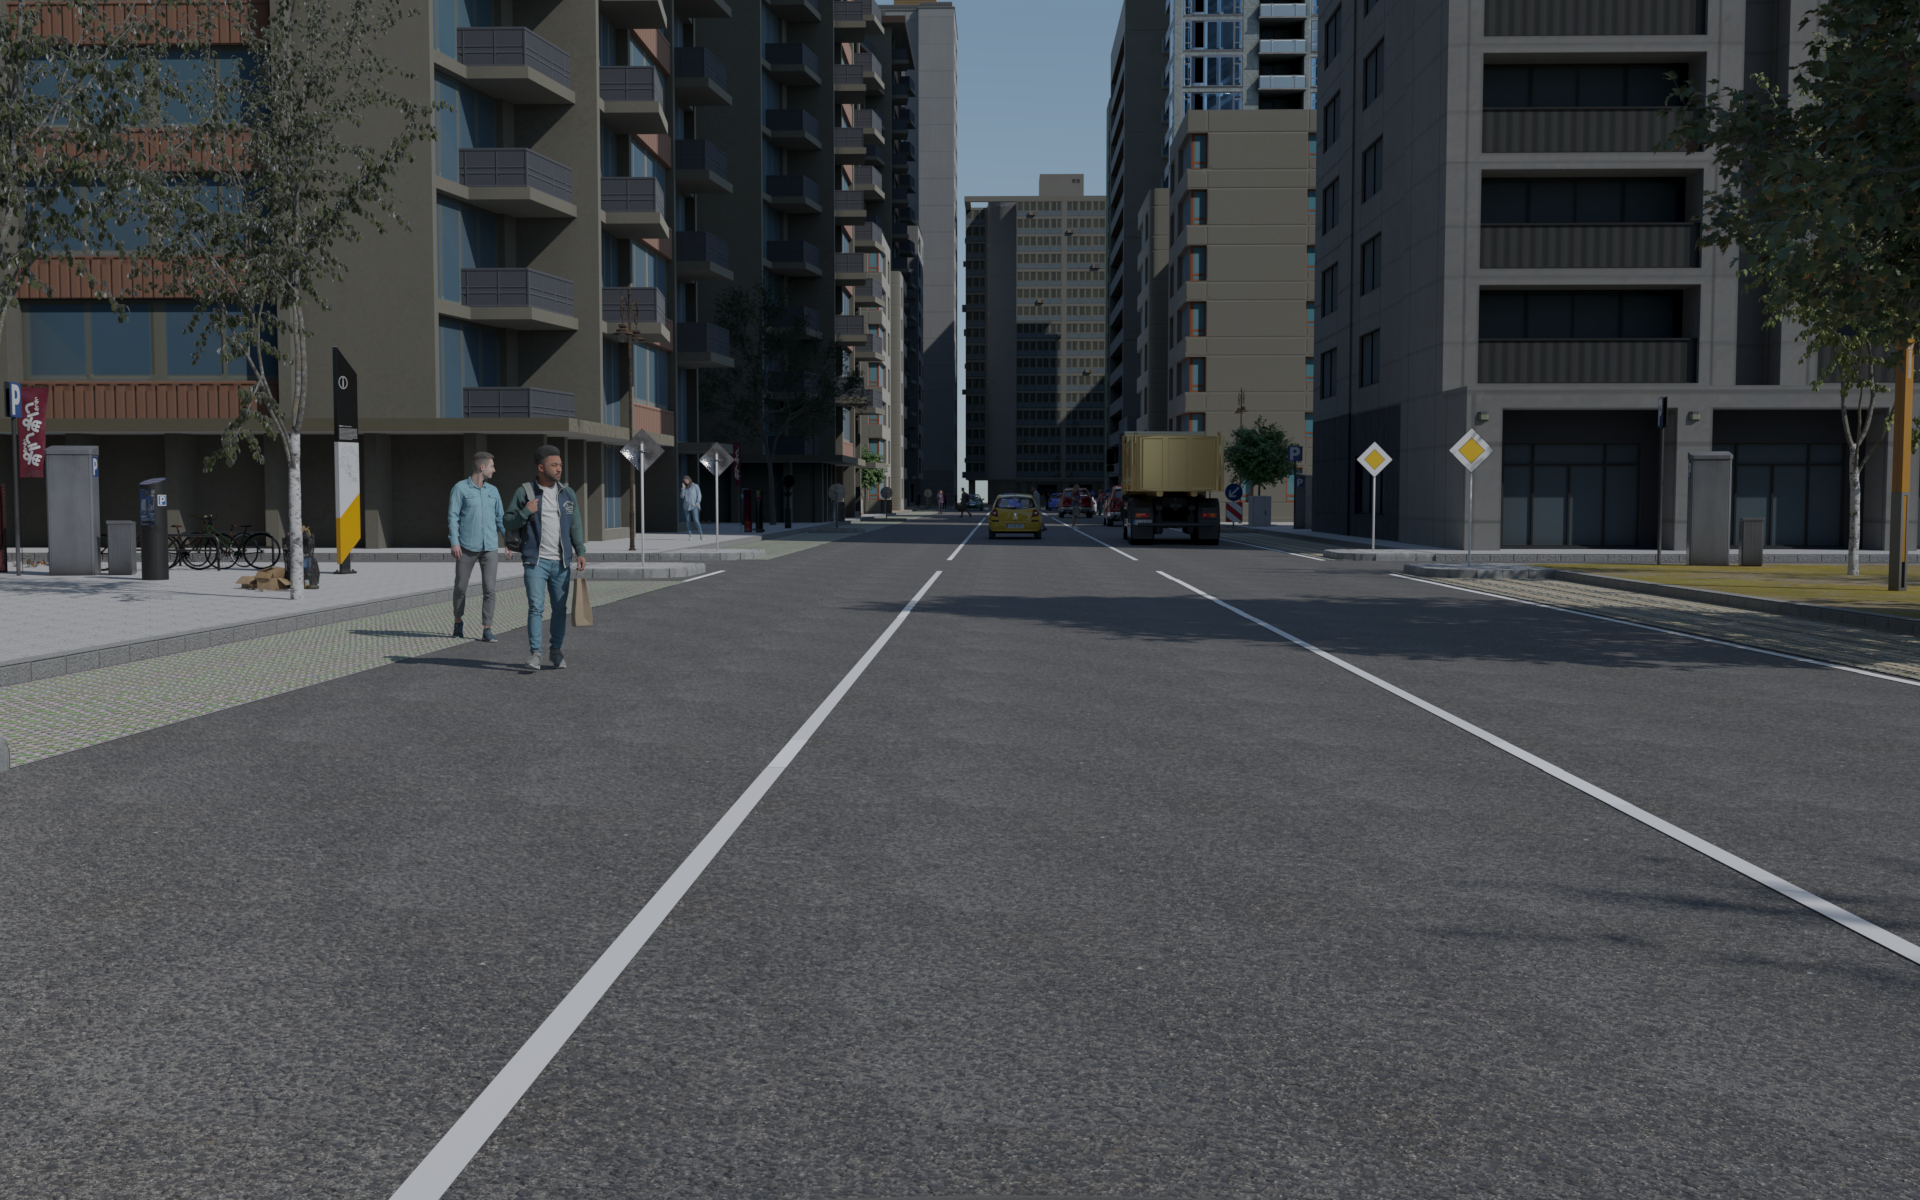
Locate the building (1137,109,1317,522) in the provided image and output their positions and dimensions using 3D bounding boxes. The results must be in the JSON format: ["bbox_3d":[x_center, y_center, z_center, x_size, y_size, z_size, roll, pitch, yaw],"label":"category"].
[{"bbox_3d":[24.409,-15.125,92.335,27.650,21.520,28.899,0,4,1],"label":"building"}]

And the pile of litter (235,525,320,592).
[{"bbox_3d":[-9.239,-0.583,23.504,1.176,0.858,1.719,0,4,-3],"label":"pile of litter"}]

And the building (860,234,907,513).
[{"bbox_3d":[-18.599,-17.387,129.319,27.650,21.520,28.899,0,4,1],"label":"building"}]

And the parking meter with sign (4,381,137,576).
[{"bbox_3d":[-13.956,-1.895,27.248,1.738,3.016,0.543,-1,4,-12],"label":"parking meter with sign"}]

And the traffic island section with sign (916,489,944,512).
[{"bbox_3d":[-2.528,-8.076,140.662,1.989,1.847,2.006,0,4,1],"label":"traffic island section with sign"}]

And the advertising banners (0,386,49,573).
[{"bbox_3d":[-15.826,-1.957,28.183,2.074,3.025,0.090,0,4,-1],"label":"advertising banners"}]

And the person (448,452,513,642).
[{"bbox_3d":[-4.717,-0.526,16.963,0.638,1.841,0.748,-2,4,-28],"label":"person"}]

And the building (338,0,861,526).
[{"bbox_3d":[-15.462,-26.586,89.305,22.147,44.769,28.867,0,4,1],"label":"building"}]

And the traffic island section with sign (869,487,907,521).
[{"bbox_3d":[-3.809,-5.033,90.915,1.989,1.847,2.006,0,4,1],"label":"traffic island section with sign"}]

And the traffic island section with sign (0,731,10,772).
[{"bbox_3d":[-5.954,0.005,8.546,1.989,1.847,2.006,0,4,1],"label":"traffic island section with sign"}]

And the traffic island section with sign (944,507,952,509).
[{"bbox_3d":[-1.826,-9.724,167.608,1.989,1.847,2.006,0,4,1],"label":"traffic island section with sign"}]

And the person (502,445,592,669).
[{"bbox_3d":[-3.293,-0.339,14.031,0.794,1.824,0.713,-1,4,-14],"label":"person"}]

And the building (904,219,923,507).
[{"bbox_3d":[-10.948,-25.188,183.517,14.107,30.474,14.160,0,4,1],"label":"building"}]

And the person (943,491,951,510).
[{"bbox_3d":[-1.414,-9.133,158.501,1.217,1.739,0.721,0,4,-6],"label":"person"}]

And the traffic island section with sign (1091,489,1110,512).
[{"bbox_3d":[11.889,-8.052,140.279,1.989,1.847,2.006,0,4,1],"label":"traffic island section with sign"}]

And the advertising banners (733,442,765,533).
[{"bbox_3d":[-7.086,-3.778,57.960,0.090,3.025,2.074,-3,4,-36],"label":"advertising banners"}]

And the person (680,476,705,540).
[{"bbox_3d":[-7.449,-2.565,48.249,0.793,1.790,0.793,-1,4,-17],"label":"person"}]

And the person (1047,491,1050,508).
[{"bbox_3d":[8.969,-10.114,174.568,0.721,1.736,1.217,0,4,2],"label":"person"}]

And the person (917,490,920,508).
[{"bbox_3d":[-3.893,-9.627,164.916,0.415,1.643,0.593,0,4,1],"label":"person"}]

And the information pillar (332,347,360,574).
[{"bbox_3d":[-9.847,-2.228,27.786,0.183,3.616,0.504,1,4,21],"label":"information pillar"}]

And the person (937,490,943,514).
[{"bbox_3d":[-1.425,-6.991,123.714,0.541,1.710,0.530,-1,4,-23],"label":"person"}]

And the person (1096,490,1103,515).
[{"bbox_3d":[9.331,-6.559,116.454,0.721,1.743,1.217,1,4,16],"label":"person"}]

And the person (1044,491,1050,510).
[{"bbox_3d":[7.998,-9.058,157.419,0.721,1.723,1.217,-2,4,-28],"label":"person"}]

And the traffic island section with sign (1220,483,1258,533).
[{"bbox_3d":[9.916,-3.388,64.020,1.989,1.847,2.006,0,4,1],"label":"traffic island section with sign"}]

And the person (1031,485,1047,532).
[{"bbox_3d":[2.919,-3.519,66.312,0.850,1.792,0.678,0,4,-2],"label":"person"}]

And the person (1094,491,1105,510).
[{"bbox_3d":[11.491,-8.198,143.358,1.217,1.723,0.721,3,5,42],"label":"person"}]

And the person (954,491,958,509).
[{"bbox_3d":[-0.392,-9.556,165.664,0.530,1.710,0.541,2,4,24],"label":"person"}]

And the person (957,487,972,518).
[{"bbox_3d":[0.265,-5.889,104.755,0.822,1.834,0.622,1,4,18],"label":"person"}]

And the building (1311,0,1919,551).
[{"bbox_3d":[22.007,-37.234,47.030,20.611,71.187,20.563,0,4,1],"label":"building"}]

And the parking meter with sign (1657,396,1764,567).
[{"bbox_3d":[13.394,-2.119,30.912,1.738,3.016,0.543,1,4,14],"label":"parking meter with sign"}]

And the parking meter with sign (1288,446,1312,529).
[{"bbox_3d":[12.661,-4.124,63.687,0.543,3.016,1.738,2,4,35],"label":"parking meter with sign"}]

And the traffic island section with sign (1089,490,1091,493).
[{"bbox_3d":[12.604,-9.735,167.795,1.989,1.847,2.006,0,4,1],"label":"traffic island section with sign"}]

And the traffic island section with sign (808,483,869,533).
[{"bbox_3d":[-4.513,-3.385,63.969,1.989,1.847,2.006,0,4,1],"label":"traffic island section with sign"}]

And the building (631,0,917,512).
[{"bbox_3d":[-15.395,-30.765,157.624,22.147,44.769,28.867,0,4,1],"label":"building"}]

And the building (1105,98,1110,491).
[{"bbox_3d":[22.221,-30.483,181.998,14.154,41.232,14.086,0,4,1],"label":"building"}]

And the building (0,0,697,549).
[{"bbox_3d":[-19.152,-24.340,52.590,22.147,44.769,28.867,0,4,1],"label":"building"}]

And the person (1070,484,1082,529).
[{"bbox_3d":[4.756,-3.833,71.141,0.573,1.828,0.580,-1,4,-22],"label":"person"}]

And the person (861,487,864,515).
[{"bbox_3d":[-6.106,-6.035,105.261,0.362,1.759,0.519,-3,4,-37],"label":"person"}]
